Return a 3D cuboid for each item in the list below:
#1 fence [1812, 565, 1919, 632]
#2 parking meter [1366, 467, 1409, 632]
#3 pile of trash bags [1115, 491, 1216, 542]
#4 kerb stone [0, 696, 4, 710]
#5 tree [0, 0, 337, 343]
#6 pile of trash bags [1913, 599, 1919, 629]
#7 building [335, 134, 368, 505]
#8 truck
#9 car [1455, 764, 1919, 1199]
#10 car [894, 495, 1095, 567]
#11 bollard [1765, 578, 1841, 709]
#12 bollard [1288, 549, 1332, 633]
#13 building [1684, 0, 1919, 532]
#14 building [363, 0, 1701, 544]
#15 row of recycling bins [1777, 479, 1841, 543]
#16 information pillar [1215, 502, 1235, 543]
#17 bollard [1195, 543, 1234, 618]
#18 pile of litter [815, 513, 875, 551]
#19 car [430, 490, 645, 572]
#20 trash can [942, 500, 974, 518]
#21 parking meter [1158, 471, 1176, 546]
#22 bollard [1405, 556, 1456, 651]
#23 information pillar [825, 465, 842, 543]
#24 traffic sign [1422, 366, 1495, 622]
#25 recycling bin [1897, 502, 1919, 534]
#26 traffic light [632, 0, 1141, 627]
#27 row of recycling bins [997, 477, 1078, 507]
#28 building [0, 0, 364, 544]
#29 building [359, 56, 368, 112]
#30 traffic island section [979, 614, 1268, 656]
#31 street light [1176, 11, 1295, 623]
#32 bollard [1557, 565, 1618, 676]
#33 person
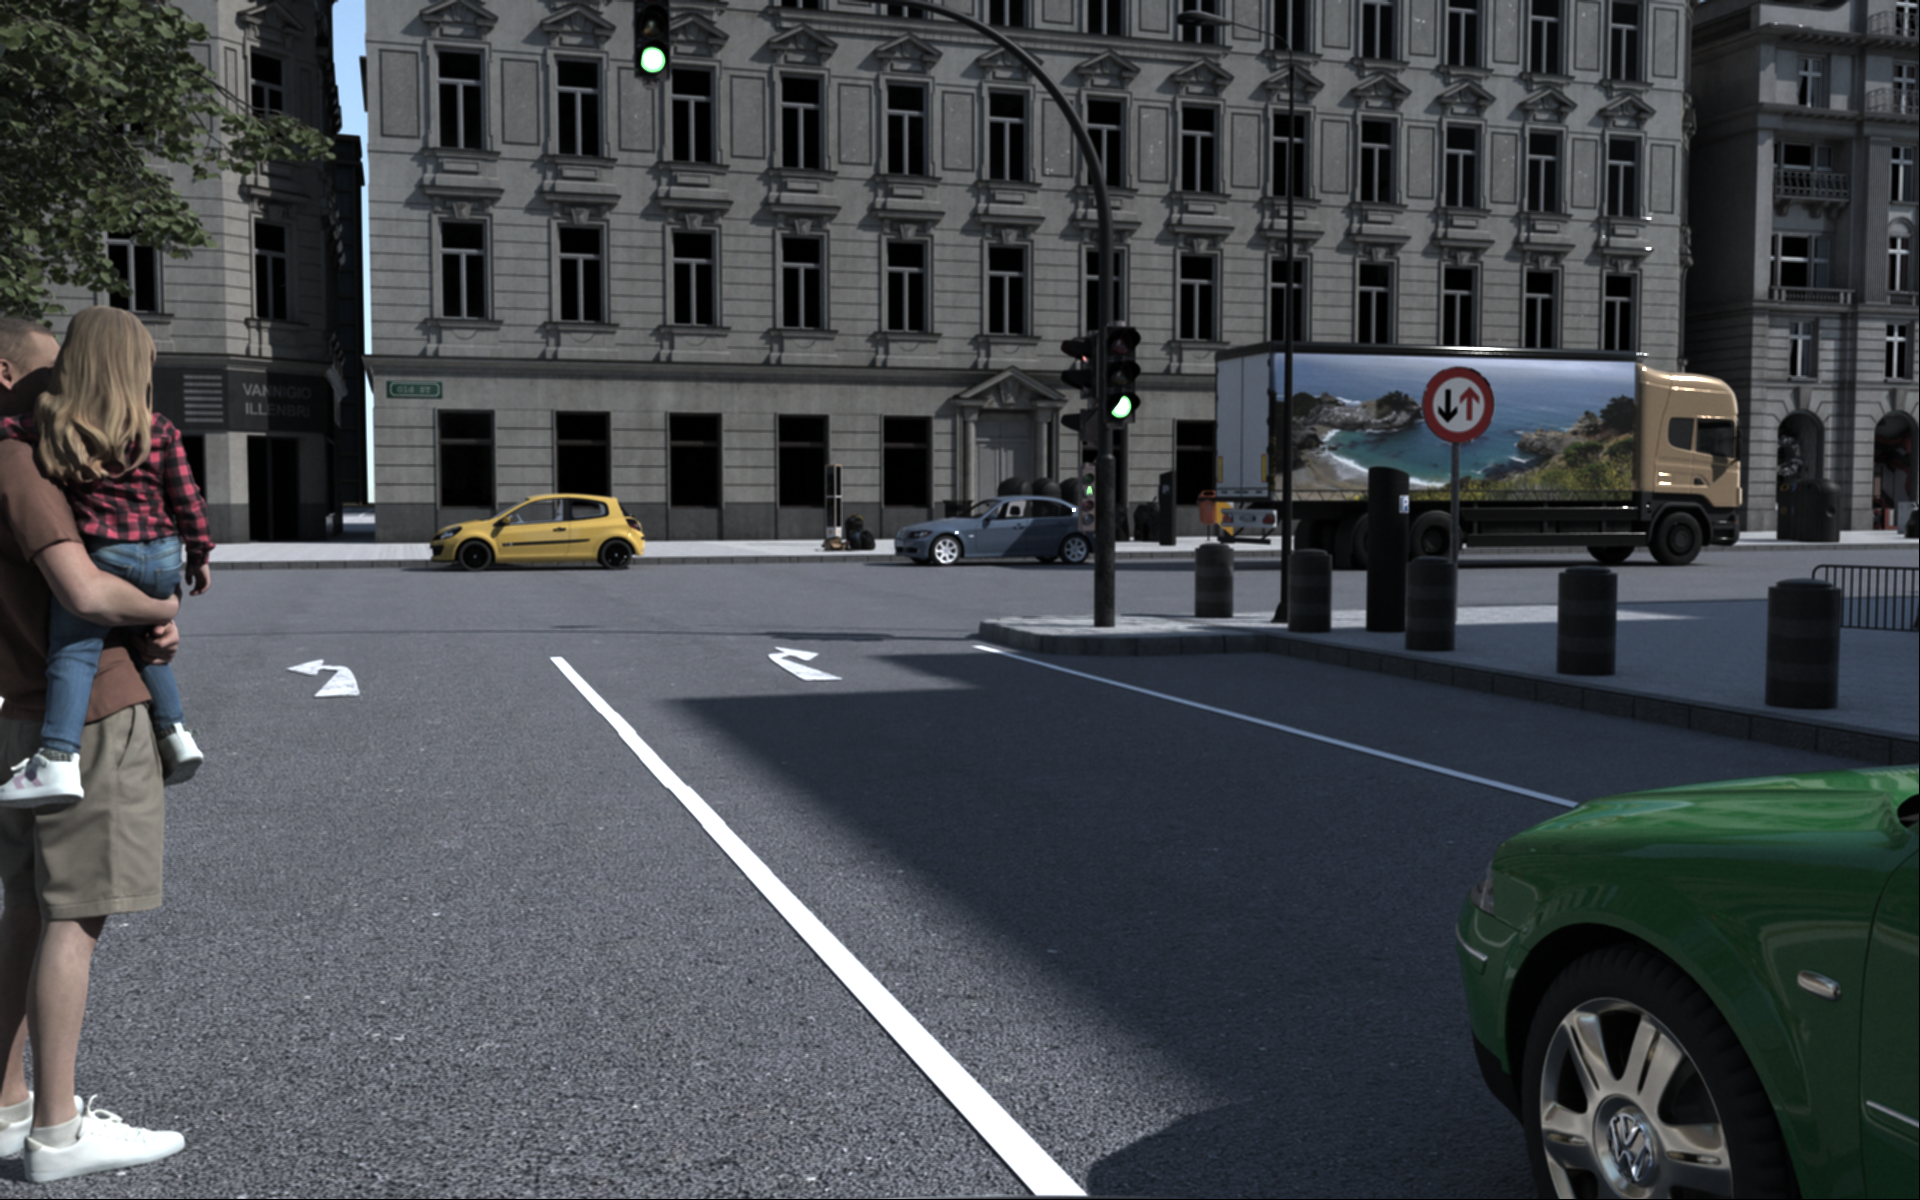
[{"bbox_3d":[7.877,0.085,13.993,0.278,0.683,2.069,-3,4,-38],"label":"fence"},{"bbox_3d":[3.999,-0.476,16.192,0.372,1.533,0.369,0,3,0],"label":"parking meter"},{"bbox_3d":[5.338,-2.283,47.085,3.447,1.369,1.912,1,4,9],"label":"pile of trash bags"},{"bbox_3d":[-6.565,0.628,11.936,0.120,0.150,1.000,-1,4,-18],"label":"kerb stone"},{"bbox_3d":[-7.285,-5.497,10.461,7.486,12.596,7.792,0,3,0],"label":"tree"},{"bbox_3d":[10.789,-0.369,15.792,3.447,1.369,1.912,0,4,-2],"label":"pile of trash bags"},{"bbox_3d":[-83.961,-33.388,200.520,28.867,44.769,22.147,-1,4,-18],"label":"building"},{"bbox_3d":[10.690,-2.780,34.372,11.283,4.237,2.839,-1,4,-16],"label":"truck"},{"bbox_3d":[2.343,0.428,1.804,1.959,1.807,4.718,-1,4,-16],"label":"car"},{"bbox_3d":[0.881,-1.435,35.464,4.499,1.417,2.014,-1,4,-18],"label":"car"},{"bbox_3d":[5.105,0.258,10.491,0.404,0.777,0.398,0,3,0],"label":"bollard"},{"bbox_3d":[3.271,-0.090,16.187,0.404,0.777,0.398,0,3,0],"label":"bollard"},{"bbox_3d":[35.948,-13.796,67.359,24.055,21.916,13.314,-1,4,-18],"label":"building"},{"bbox_3d":[2.837,-17.223,58.017,44.131,29.872,17.030,-1,4,-18],"label":"building"},{"bbox_3d":[23.240,-2.463,47.378,1.069,1.692,3.534,1,4,12],"label":"row of recycling bins"},{"bbox_3d":[6.882,-3.278,44.942,0.504,3.616,0.183,0,4,-7],"label":"information pillar"},{"bbox_3d":[2.654,-0.206,18.089,0.404,0.777,0.398,0,3,0],"label":"bollard"},{"bbox_3d":[-2.634,-1.564,39.539,1.719,0.858,1.176,-3,5,-39],"label":"pile of litter"},{"bbox_3d":[-8.042,-1.396,33.043,3.980,1.641,2.015,-1,4,-16],"label":"car"},{"bbox_3d":[-0.045,-1.743,40.154,0.748,1.137,0.748,0,3,0],"label":"trash can"},{"bbox_3d":[5.165,-2.289,43.137,0.399,1.863,0.255,2,4,32],"label":"parking meter"},{"bbox_3d":[3.884,0.026,14.294,0.404,0.777,0.398,0,3,0],"label":"bollard"},{"bbox_3d":[-3.179,-2.389,43.551,0.304,2.012,0.304,2,4,29],"label":"information pillar"},{"bbox_3d":[4.960,-1.055,17.353,0.768,2.556,0.104,-1,4,-8],"label":"traffic sign"},{"bbox_3d":[30.639,-2.631,55.568,0.722,1.027,0.722,-1,4,-11],"label":"recycling bin"},{"bbox_3d":[-0.599,-2.521,15.892,4.771,5.953,1.251,-1,4,-18],"label":"traffic light"},{"bbox_3d":[2.494,-2.236,43.666,3.534,1.692,1.069,-3,4,-36],"label":"row of recycling bins"},{"bbox_3d":[-39.450,-16.446,45.304,44.131,29.872,17.030,-1,4,-18],"label":"building"},{"bbox_3d":[-58.002,-38.064,211.580,27.495,52.752,28.713,-1,4,-18],"label":"building"},{"bbox_3d":[1.407,0.335,16.796,2.009,0.180,2.903,-1,4,-18],"label":"traffic island section"},{"bbox_3d":[2.742,-2.719,16.991,1.470,5.913,1.316,-1,4,-18],"label":"street light"},{"bbox_3d":[4.488,0.142,12.397,0.404,0.777,0.398,0,3,0],"label":"bollard"},{"bbox_3d":[-1.912,0.290,3.732,0.580,1.828,0.573,0,4,-1],"label":"person"}]
